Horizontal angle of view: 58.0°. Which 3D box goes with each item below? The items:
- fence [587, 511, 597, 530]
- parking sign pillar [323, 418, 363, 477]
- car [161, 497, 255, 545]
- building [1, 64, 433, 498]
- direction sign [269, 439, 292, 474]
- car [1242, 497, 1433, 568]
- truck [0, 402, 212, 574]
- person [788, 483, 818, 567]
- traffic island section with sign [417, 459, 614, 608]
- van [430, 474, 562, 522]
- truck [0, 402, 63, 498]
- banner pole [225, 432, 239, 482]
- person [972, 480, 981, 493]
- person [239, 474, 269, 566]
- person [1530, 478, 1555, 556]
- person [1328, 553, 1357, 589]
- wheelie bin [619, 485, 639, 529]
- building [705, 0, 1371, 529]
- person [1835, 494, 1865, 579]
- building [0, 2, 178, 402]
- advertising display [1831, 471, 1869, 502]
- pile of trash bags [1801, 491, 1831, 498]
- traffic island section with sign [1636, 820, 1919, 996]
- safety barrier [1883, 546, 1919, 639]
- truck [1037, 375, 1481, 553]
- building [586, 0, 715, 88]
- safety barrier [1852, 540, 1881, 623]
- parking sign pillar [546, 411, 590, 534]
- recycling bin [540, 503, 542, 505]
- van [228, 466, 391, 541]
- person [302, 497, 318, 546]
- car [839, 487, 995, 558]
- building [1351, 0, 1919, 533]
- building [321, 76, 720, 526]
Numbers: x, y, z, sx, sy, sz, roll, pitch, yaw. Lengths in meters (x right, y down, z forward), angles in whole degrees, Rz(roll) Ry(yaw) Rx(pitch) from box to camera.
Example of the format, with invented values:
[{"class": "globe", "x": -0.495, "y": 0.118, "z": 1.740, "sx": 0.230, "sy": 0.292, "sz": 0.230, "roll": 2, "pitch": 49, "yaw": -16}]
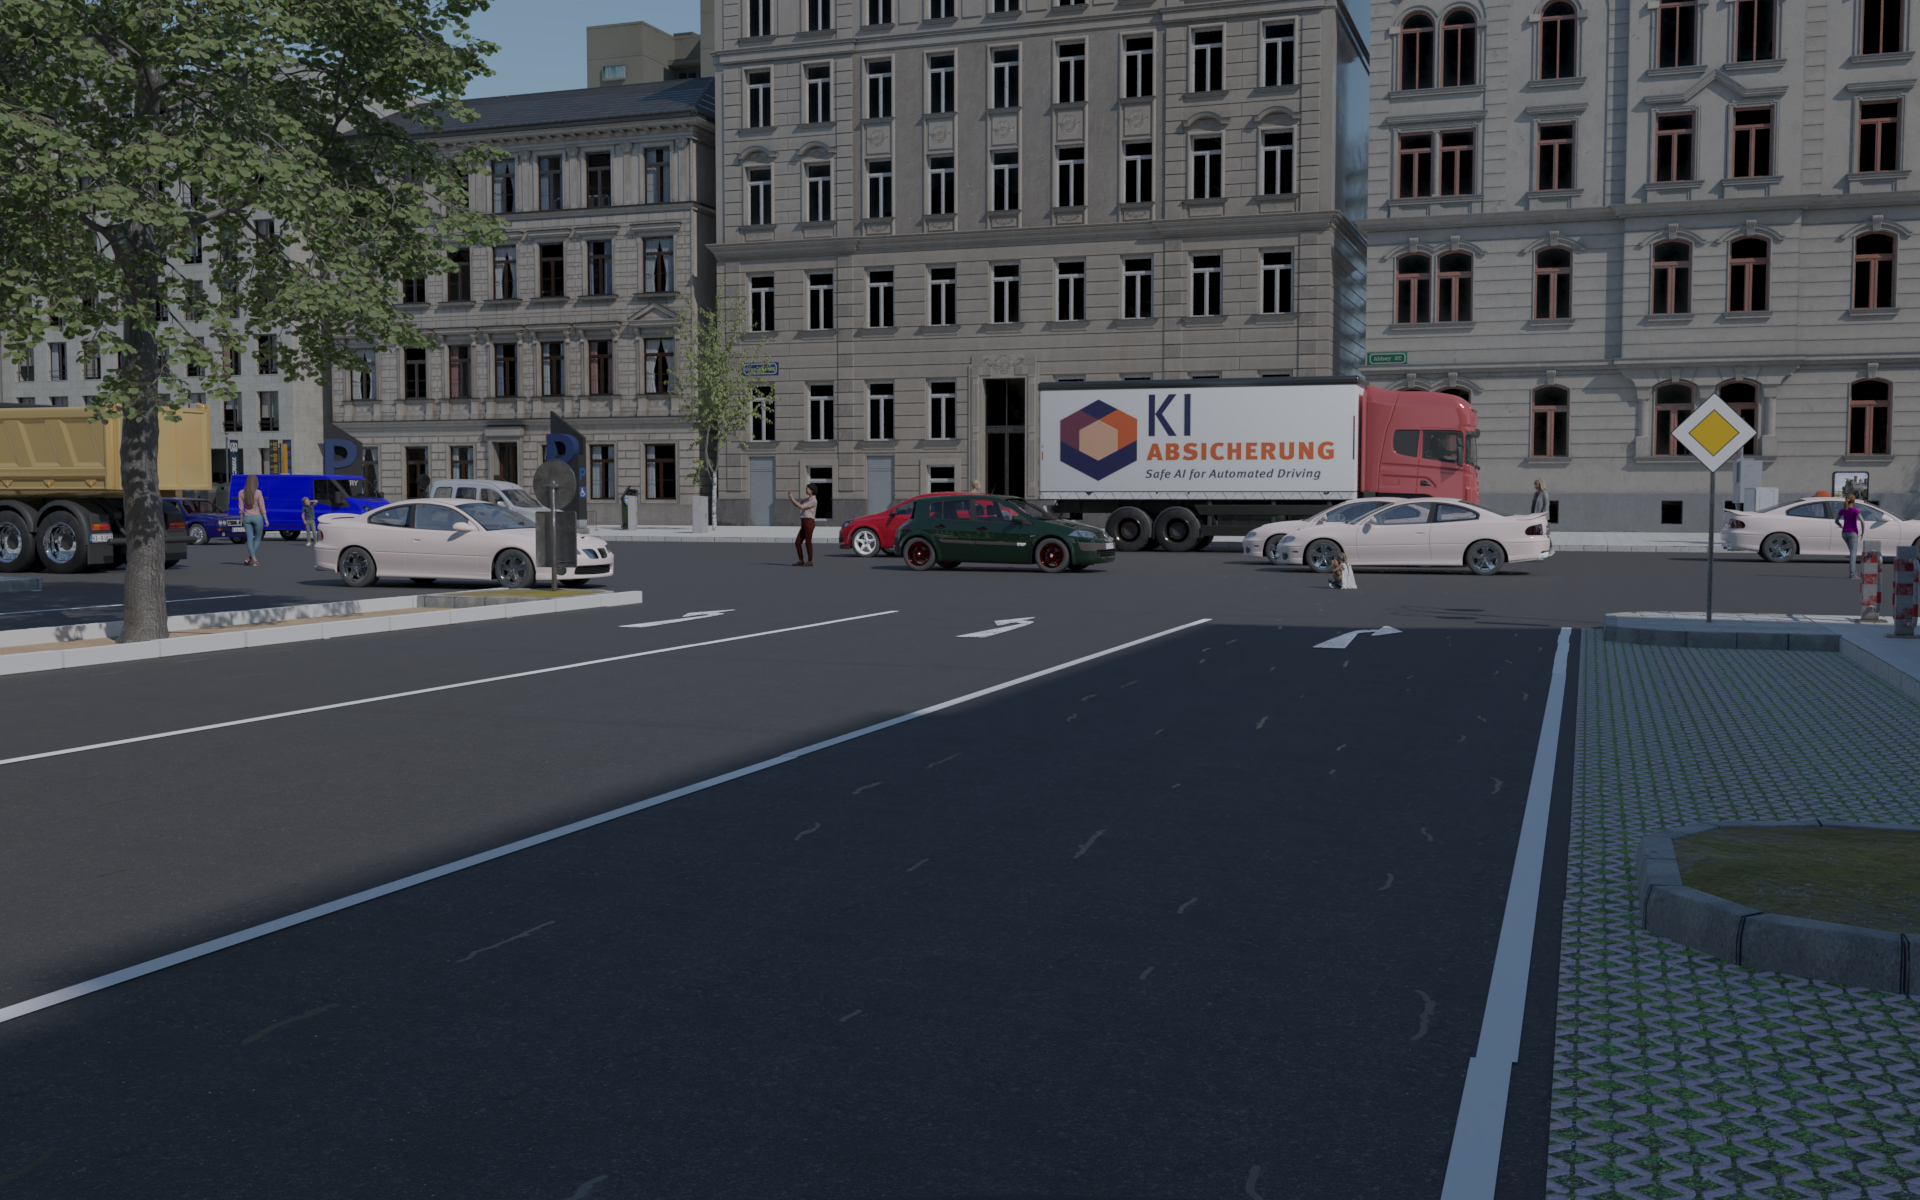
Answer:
[{"class": "fence", "x": -13.724, "y": -2.779, "z": 60.805, "sx": 2.069, "sy": 0.683, "sz": 0.278, "roll": -2, "pitch": 4, "yaw": -31}, {"class": "parking sign pillar", "x": -21.760, "y": -4.443, "z": 61.109, "sx": 1.447, "sy": 3.967, "sz": 1.447, "roll": -1, "pitch": 4, "yaw": -11}, {"class": "car", "x": -22.151, "y": -2.268, "z": 49.667, "sx": 3.894, "sy": 1.354, "sz": 1.945, "roll": 1, "pitch": 4, "yaw": 22}, {"class": "building", "x": -35.160, "y": -13.952, "z": 82.864, "sx": 16.860, "sy": 20.320, "sz": 10.420, "roll": 1, "pitch": 4, "yaw": 20}, {"class": "direction sign", "x": -28.185, "y": -4.888, "z": 71.911, "sx": 0.876, "sy": 3.537, "sz": 0.379, "roll": 0, "pitch": 4, "yaw": -5}, {"class": "car", "x": 8.126, "y": -1.383, "z": 34.978, "sx": 4.827, "sy": 1.381, "sz": 2.083, "roll": 1, "pitch": 4, "yaw": 22}, {"class": "truck", "x": -19.133, "y": -2.278, "z": 33.177, "sx": 9.791, "sy": 3.379, "sz": 3.469, "roll": 1, "pitch": 4, "yaw": 18}, {"class": "person", "x": -3.113, "y": -1.487, "z": 34.268, "sx": 0.566, "sy": 1.644, "sz": 0.517, "roll": 1, "pitch": 4, "yaw": 18}, {"class": "traffic island section with sign", "x": -5.558, "y": -0.867, "z": 22.306, "sx": 2.006, "sy": 1.907, "sz": 1.989, "roll": 1, "pitch": 4, "yaw": 20}, {"class": "van", "x": -12.939, "y": -2.556, "z": 48.810, "sx": 4.112, "sy": 2.044, "sz": 2.013, "roll": 1, "pitch": 4, "yaw": 20}, {"class": "truck", "x": -34.037, "y": -4.099, "z": 55.940, "sx": 11.283, "sy": 4.237, "sz": 2.839, "roll": 1, "pitch": 4, "yaw": 22}, {"class": "banner pole", "x": -29.409, "y": -4.888, "z": 69.943, "sx": 0.401, "sy": 3.779, "sz": 0.863, "roll": 1, "pitch": 4, "yaw": 20}, {"class": "person", "x": 0.374, "y": -2.048, "z": 42.330, "sx": 0.624, "sy": 1.780, "sz": 0.694, "roll": 3, "pitch": 5, "yaw": 43}, {"class": "person", "x": -14.110, "y": -1.597, "z": 34.615, "sx": 0.555, "sy": 1.821, "sz": 0.388, "roll": -1, "pitch": 4, "yaw": -18}, {"class": "person", "x": 13.370, "y": -1.902, "z": 39.773, "sx": 0.728, "sy": 1.800, "sz": 0.709, "roll": -1, "pitch": 4, "yaw": -13}, {"class": "person", "x": 5.808, "y": -0.445, "z": 26.257, "sx": 0.357, "sy": 0.543, "sz": 0.381, "roll": 3, "pitch": 5, "yaw": 45}, {"class": "wheelie bin", "x": -12.060, "y": -3.381, "z": 63.187, "sx": 0.693, "sy": 1.594, "sz": 0.980, "roll": -1, "pitch": 4, "yaw": -15}, {"class": "building", "x": 3.557, "y": -16.673, "z": 69.860, "sx": 25.104, "sy": 27.353, "sz": 12.463, "roll": 1, "pitch": 4, "yaw": 20}, {"class": "person", "x": 15.206, "y": -1.083, "z": 29.447, "sx": 0.776, "sy": 1.435, "sz": 0.726, "roll": -2, "pitch": 4, "yaw": -34}, {"class": "building", "x": -52.354, "y": -16.590, "z": 89.262, "sx": 19.932, "sy": 24.808, "sz": 12.078, "roll": 1, "pitch": 4, "yaw": 20}, {"class": "advertising display", "x": 25.136, "y": -2.674, "z": 48.933, "sx": 0.974, "sy": 1.923, "sz": 0.123, "roll": 0, "pitch": 4, "yaw": 4}, {"class": "pile of trash bags", "x": 22.414, "y": -2.158, "z": 45.032, "sx": 1.912, "sy": 1.369, "sz": 3.447, "roll": 2, "pitch": 4, "yaw": 25}, {"class": "traffic island section with sign", "x": 3.323, "y": 0.179, "z": 5.699, "sx": 1.989, "sy": 1.847, "sz": 2.006, "roll": 1, "pitch": 4, "yaw": 20}, {"class": "safety barrier", "x": 8.427, "y": -0.071, "z": 15.440, "sx": 0.300, "sy": 0.817, "sz": 1.120, "roll": 1, "pitch": 4, "yaw": 20}, {"class": "truck", "x": 7.640, "y": -3.292, "z": 42.746, "sx": 11.283, "sy": 4.237, "sz": 2.839, "roll": 1, "pitch": 4, "yaw": 19}, {"class": "building", "x": -21.617, "y": -33.396, "z": 169.719, "sx": 21.600, "sy": 48.544, "sz": 21.300, "roll": 1, "pitch": 4, "yaw": 20}, {"class": "safety barrier", "x": 9.112, "y": -0.187, "z": 17.325, "sx": 0.300, "sy": 0.817, "sz": 1.120, "roll": 1, "pitch": 4, "yaw": 20}, {"class": "parking sign pillar", "x": -12.670, "y": -4.113, "z": 55.713, "sx": 1.447, "sy": 3.967, "sz": 1.447, "roll": 2, "pitch": 4, "yaw": 24}, {"class": "recycling bin", "x": -14.721, "y": -2.849, "z": 59.139, "sx": 0.722, "sy": 1.027, "sz": 0.722, "roll": -2, "pitch": 4, "yaw": -31}, {"class": "van", "x": -19.742, "y": -2.978, "z": 53.079, "sx": 5.245, "sy": 2.365, "sz": 2.240, "roll": 1, "pitch": 4, "yaw": 18}, {"class": "person", "x": -17.985, "y": -2.176, "z": 47.987, "sx": 0.435, "sy": 1.345, "sz": 0.340, "roll": -2, "pitch": 4, "yaw": -30}, {"class": "car", "x": -0.619, "y": -1.855, "z": 39.377, "sx": 4.494, "sy": 1.783, "sz": 2.155, "roll": 1, "pitch": 4, "yaw": 20}, {"class": "building", "x": 26.652, "y": -16.806, "z": 62.160, "sx": 23.554, "sy": 28.519, "sz": 14.401, "roll": 1, "pitch": 4, "yaw": 20}, {"class": "building", "x": -17.618, "y": -12.999, "z": 77.157, "sx": 19.286, "sy": 19.102, "sz": 10.561, "roll": 1, "pitch": 4, "yaw": 20}]
